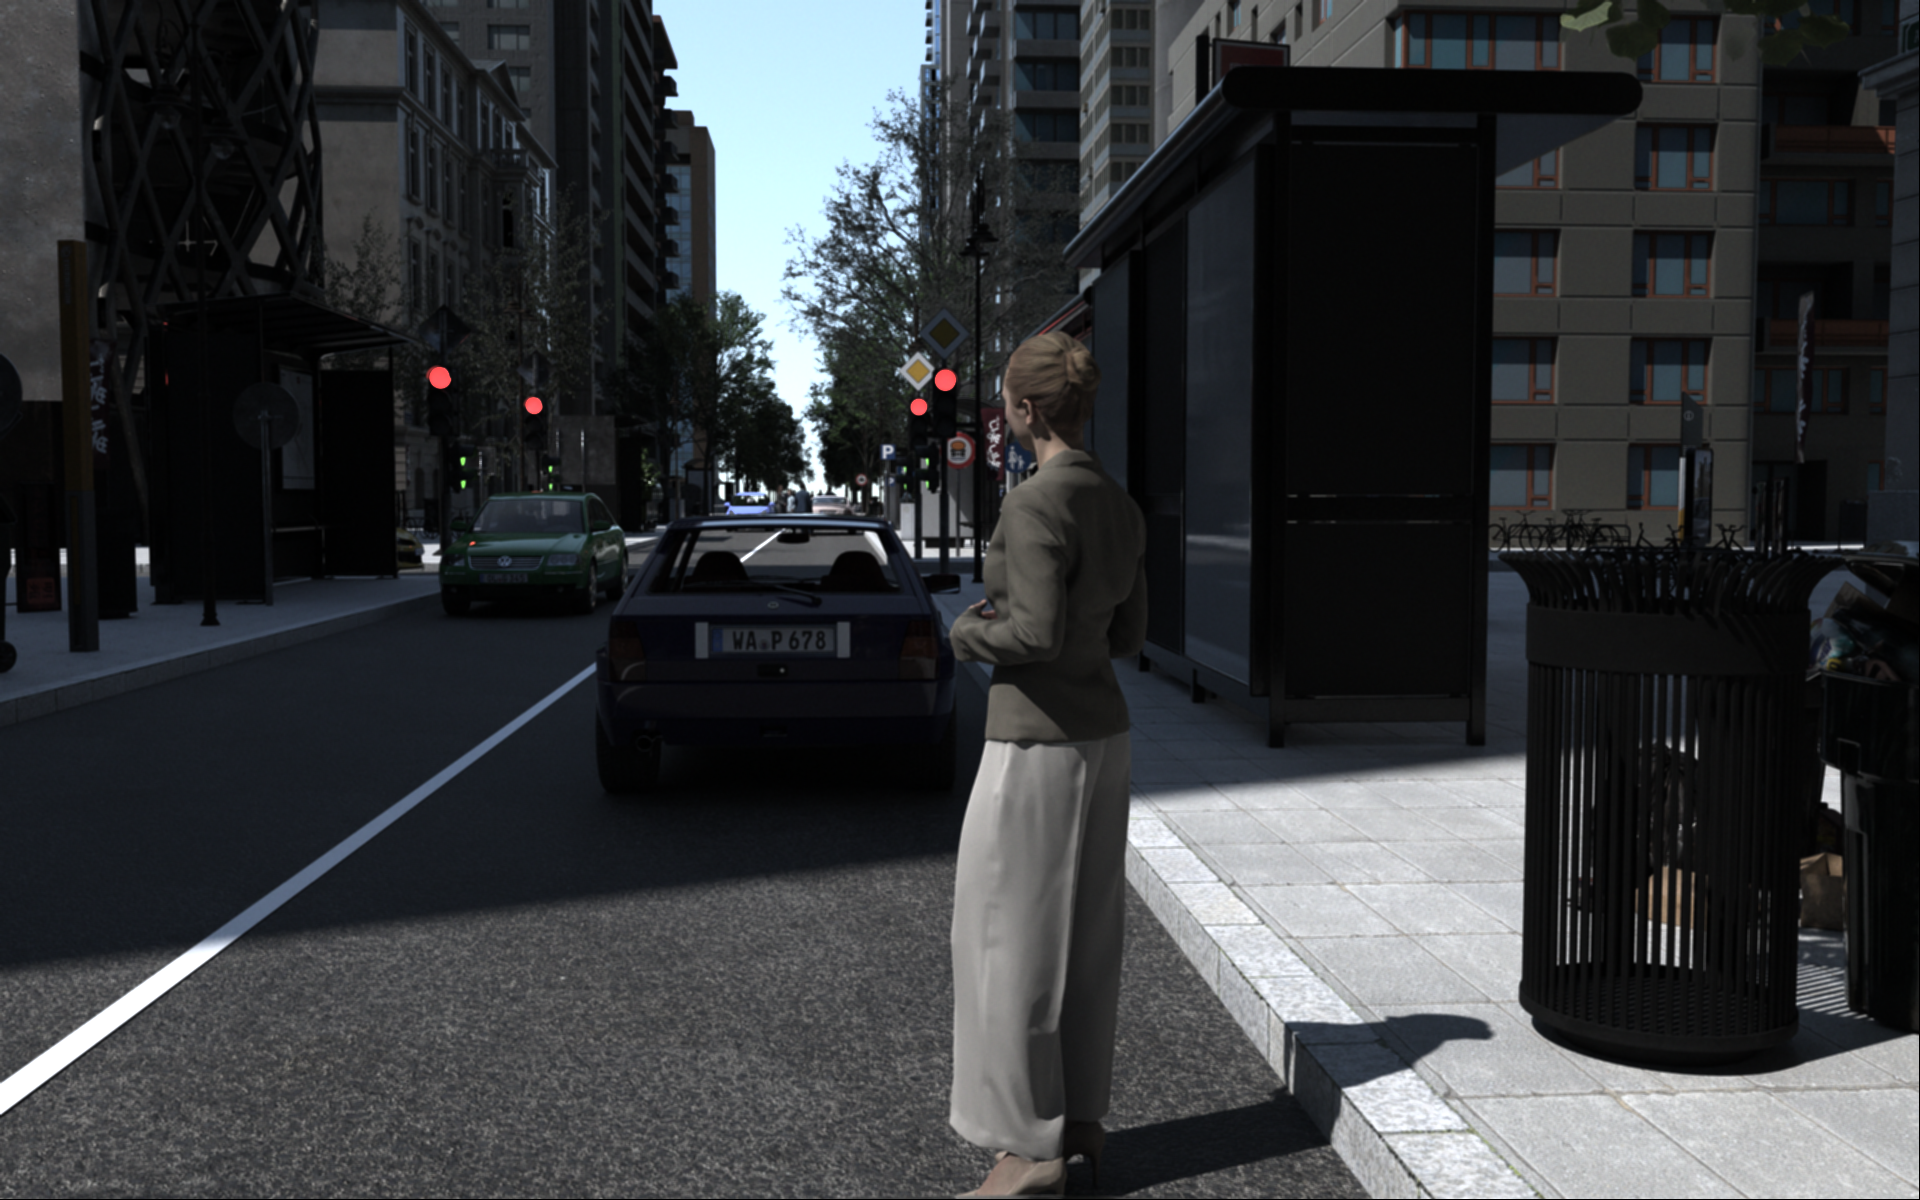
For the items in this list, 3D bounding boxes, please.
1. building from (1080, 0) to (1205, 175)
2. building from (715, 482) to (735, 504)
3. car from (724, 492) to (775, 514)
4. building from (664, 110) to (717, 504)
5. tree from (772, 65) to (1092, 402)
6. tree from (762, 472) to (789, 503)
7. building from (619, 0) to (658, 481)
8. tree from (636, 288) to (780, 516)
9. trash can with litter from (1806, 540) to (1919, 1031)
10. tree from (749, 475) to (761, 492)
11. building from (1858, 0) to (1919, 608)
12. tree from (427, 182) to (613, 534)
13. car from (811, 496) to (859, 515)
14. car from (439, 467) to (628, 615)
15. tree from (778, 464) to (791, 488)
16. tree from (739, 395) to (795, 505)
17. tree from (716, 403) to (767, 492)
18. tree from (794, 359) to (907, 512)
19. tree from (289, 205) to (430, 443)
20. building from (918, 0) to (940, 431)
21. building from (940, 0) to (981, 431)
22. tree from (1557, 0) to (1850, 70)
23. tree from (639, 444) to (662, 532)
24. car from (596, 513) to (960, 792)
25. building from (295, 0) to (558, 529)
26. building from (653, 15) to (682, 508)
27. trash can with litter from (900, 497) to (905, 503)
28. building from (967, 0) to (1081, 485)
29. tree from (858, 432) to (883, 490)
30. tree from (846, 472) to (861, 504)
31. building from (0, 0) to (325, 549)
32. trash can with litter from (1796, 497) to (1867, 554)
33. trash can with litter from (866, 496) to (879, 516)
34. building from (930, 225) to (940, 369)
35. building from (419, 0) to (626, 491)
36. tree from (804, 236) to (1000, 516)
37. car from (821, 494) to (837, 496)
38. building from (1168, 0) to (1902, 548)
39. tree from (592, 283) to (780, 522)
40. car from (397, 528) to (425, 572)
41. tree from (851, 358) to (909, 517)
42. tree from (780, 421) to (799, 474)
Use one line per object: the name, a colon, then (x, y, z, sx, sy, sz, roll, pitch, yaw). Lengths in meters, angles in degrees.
building: (19.842, -24.876, 98.609, 32.217, 40.220, 23.993, 0, 4, -4)
building: (-49.015, -34.083, 249.138, 32.217, 40.220, 23.993, 0, 4, -4)
car: (-8.045, -3.485, 66.577, 1.945, 1.707, 3.694, 0, 4, -3)
building: (-36.364, -34.003, 206.051, 14.600, 45.320, 14.200, 0, 4, -4)
tree: (-0.536, -8.581, 50.672, 12.009, 13.543, 11.850, 0, 3, 0)
tree: (-24.133, -15.136, 231.191, 4.285, 4.588, 4.351, 0, 3, 0)
building: (-34.970, -31.044, 131.269, 21.300, 48.544, 21.600, 0, 4, -4)
tree: (-12.622, -9.841, 86.652, 9.928, 11.665, 9.643, 0, 3, 0)
trash can with litter: (2.655, 0.435, 4.275, 1.055, 1.170, 0.624, 0, 4, -3)
tree: (-18.506, -9.879, 156.129, 1.663, 3.219, 1.824, 0, 3, 0)
building: (16.766, -13.443, 7.183, 14.401, 28.519, 23.554, 0, 4, -4)
tree: (-10.019, -5.547, 41.055, 4.360, 8.622, 3.978, 0, 3, 0)
car: (-4.640, -3.030, 61.897, 2.083, 1.381, 4.827, 0, 4, -3)
car: (-5.338, -0.810, 22.035, 1.959, 1.807, 4.718, 0, 4, -3)
tree: (-24.998, -17.753, 240.628, 4.360, 8.622, 3.978, 0, 3, 0)
tree: (-21.247, -17.326, 200.287, 9.611, 12.733, 9.660, 0, 3, 0)
tree: (-16.484, -11.083, 131.572, 4.737, 8.622, 4.395, 0, 3, 0)
tree: (-6.965, -12.835, 126.855, 9.611, 12.733, 9.660, 0, 3, 0)
tree: (-15.643, -5.781, 44.889, 4.360, 8.622, 3.978, 0, 3, 0)
building: (2.818, -57.474, 252.371, 22.319, 86.520, 31.000, 0, 4, -4)
building: (8.584, -37.973, 162.851, 21.231, 58.520, 28.212, 0, 4, -4)
tree: (2.620, -5.088, 1.322, 7.486, 12.596, 7.792, 0, 3, 0)
tree: (-10.932, -3.895, 58.292, 1.663, 3.219, 1.824, 0, 3, 0)
car: (-0.943, 0.176, 9.698, 1.945, 1.354, 3.894, 0, 4, -3)
building: (-26.730, -15.929, 79.531, 14.460, 24.649, 34.723, 0, 4, -4)
building: (-37.095, -30.695, 156.483, 22.147, 44.769, 28.867, 0, 4, -4)
trash can with litter: (-2.362, -3.669, 71.381, 0.624, 1.170, 1.055, 1, 4, 20)
building: (12.222, -31.464, 134.048, 23.786, 49.044, 30.456, 0, 4, -4)
tree: (-7.716, -12.000, 146.564, 4.737, 8.622, 4.395, 0, 3, 0)
tree: (-13.806, -15.105, 230.684, 4.285, 4.588, 4.351, 0, 3, 0)
building: (-26.919, -11.036, 47.897, 16.820, 18.784, 16.811, 0, 4, -4)
trash can with litter: (18.789, -1.608, 37.346, 2.233, 1.210, 1.678, 1, 4, 14)
trash can with litter: (-4.546, -4.698, 88.194, 0.624, 1.170, 1.055, -2, 4, -33)
building: (8.897, -32.650, 225.704, 32.217, 40.220, 23.993, 0, 4, -4)
building: (-30.086, -26.324, 113.993, 14.154, 41.232, 14.086, 0, 4, -4)
tree: (-1.887, -8.799, 69.612, 9.928, 11.665, 9.643, 0, 3, 0)
car: (-10.311, -7.612, 136.258, 2.131, 1.459, 4.920, 0, 4, -3)
building: (23.508, -12.835, 54.892, 28.899, 21.520, 27.650, 0, 4, -4)
tree: (-12.718, -8.671, 76.176, 7.601, 10.594, 8.767, 0, 4, 6)
car: (-11.124, -1.162, 29.224, 3.980, 1.641, 2.015, 0, 4, -3)
tree: (-3.748, -8.545, 90.077, 4.360, 8.622, 3.978, 0, 3, 0)
tree: (-20.430, -15.192, 182.809, 7.601, 10.594, 8.767, 0, 4, 2)
